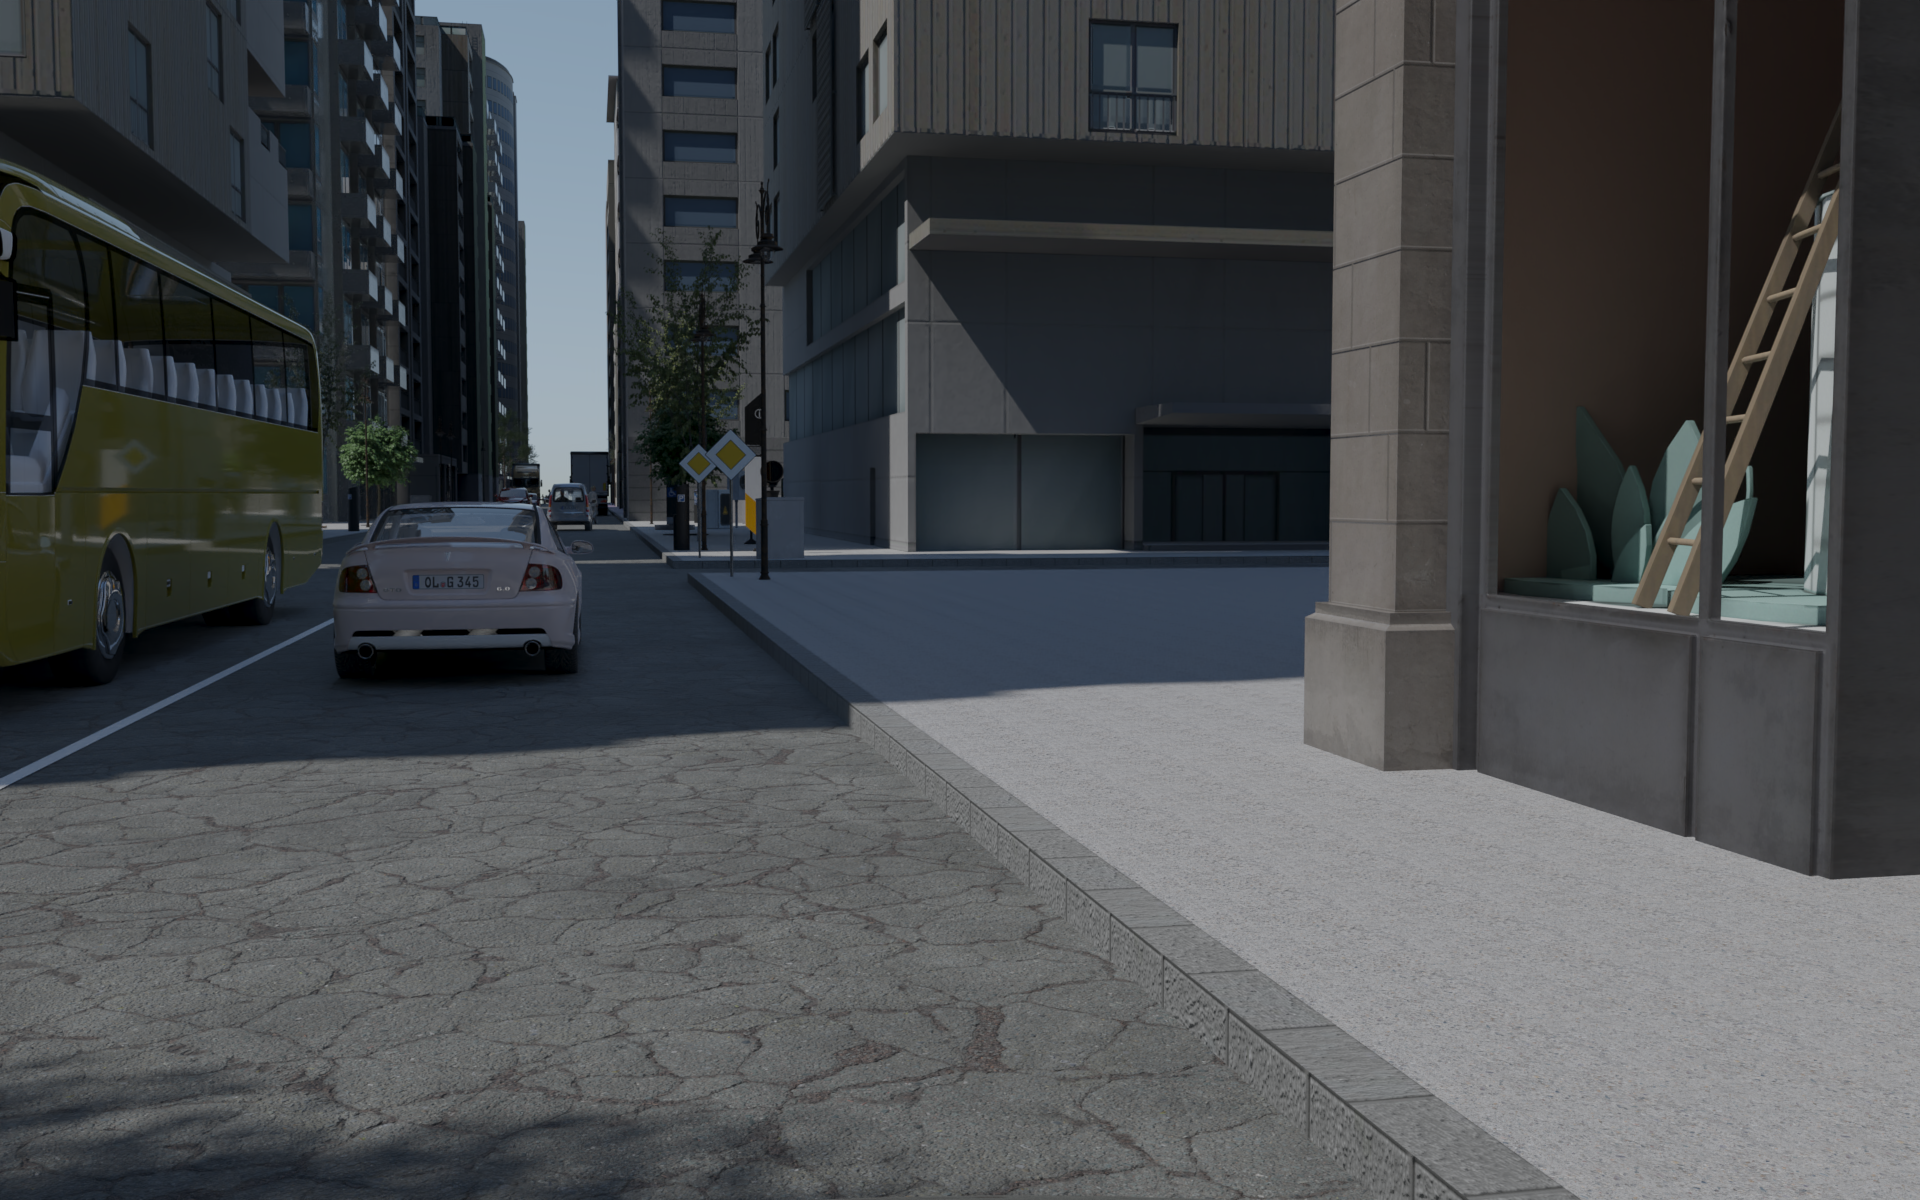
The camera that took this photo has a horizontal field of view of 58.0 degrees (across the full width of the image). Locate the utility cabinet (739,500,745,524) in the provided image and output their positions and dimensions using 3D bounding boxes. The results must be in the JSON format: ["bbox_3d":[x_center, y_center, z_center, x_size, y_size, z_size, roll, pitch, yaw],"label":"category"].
[{"bbox_3d":[-9.122,-3.867,74.383,0.306,1.237,1.020,0,4,4],"label":"utility cabinet"}]

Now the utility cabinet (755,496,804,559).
[{"bbox_3d":[-3.573,-1.420,34.371,1.020,1.237,0.306,-3,5,-45],"label":"utility cabinet"}]

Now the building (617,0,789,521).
[{"bbox_3d":[-8.227,-33.851,95.456,21.231,58.520,28.212,-1,4,-12],"label":"building"}]

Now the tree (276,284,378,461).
[{"bbox_3d":[-22.788,-6.789,61.364,4.360,8.622,3.978,0,3,0],"label":"tree"}]

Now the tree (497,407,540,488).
[{"bbox_3d":[-47.580,-15.143,181.992,8.767,10.594,7.601,3,5,42],"label":"tree"}]

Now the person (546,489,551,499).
[{"bbox_3d":[-35.799,-8.705,150.690,0.599,1.838,0.709,-2,4,-24],"label":"person"}]

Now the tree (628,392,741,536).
[{"bbox_3d":[-8.661,-4.307,54.134,4.285,4.588,4.351,0,3,0],"label":"tree"}]

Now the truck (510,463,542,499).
[{"bbox_3d":[-40.053,-10.468,160.068,2.839,4.237,11.283,-1,4,-14],"label":"truck"}]

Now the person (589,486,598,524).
[{"bbox_3d":[-17.695,-4.598,83.552,0.514,1.842,0.818,1,4,13],"label":"person"}]

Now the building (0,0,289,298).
[{"bbox_3d":[-32.311,-27.634,41.050,28.713,52.752,27.495,-1,4,-12],"label":"building"}]

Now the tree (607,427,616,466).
[{"bbox_3d":[-37.056,-14.718,190.993,4.360,8.622,3.978,0,3,0],"label":"tree"}]

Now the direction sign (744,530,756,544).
[{"bbox_3d":[-5.347,-3.197,44.276,0.379,3.537,0.876,-1,4,-8],"label":"direction sign"}]

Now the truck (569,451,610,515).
[{"bbox_3d":[-25.412,-7.950,118.892,2.839,4.237,11.283,-1,4,-12],"label":"truck"}]

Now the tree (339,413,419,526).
[{"bbox_3d":[-23.737,-5.316,70.629,4.285,4.588,4.351,0,3,0],"label":"tree"}]

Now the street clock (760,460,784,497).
[{"bbox_3d":[-4.052,-2.005,37.358,0.471,2.002,0.358,-1,4,-19],"label":"street clock"}]

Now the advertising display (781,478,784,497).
[{"bbox_3d":[-6.725,-3.931,69.493,0.974,1.923,0.123,-3,4,-36],"label":"advertising display"}]

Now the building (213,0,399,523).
[{"bbox_3d":[-39.879,-28.453,84.818,23.786,49.044,30.456,-1,4,-12],"label":"building"}]

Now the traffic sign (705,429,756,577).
[{"bbox_3d":[-3.546,-1.418,26.827,0.795,2.450,0.064,-1,4,-12],"label":"traffic sign"}]

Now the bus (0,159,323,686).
[{"bbox_3d":[-8.195,-1.491,15.930,2.896,3.916,12.252,-1,4,-11],"label":"bus"}]

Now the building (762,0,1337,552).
[{"bbox_3d":[8.516,-28.179,49.968,27.495,52.752,28.713,-1,4,-12],"label":"building"}]

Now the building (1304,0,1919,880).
[{"bbox_3d":[6.380,-9.600,7.865,10.553,20.767,40.483,-1,4,-12],"label":"building"}]

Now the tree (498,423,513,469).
[{"bbox_3d":[-46.242,-13.471,170.615,4.737,8.622,4.395,0,3,0],"label":"tree"}]

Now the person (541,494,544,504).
[{"bbox_3d":[-57.837,-13.983,240.337,0.599,1.433,0.991,3,5,43],"label":"person"}]

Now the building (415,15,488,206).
[{"bbox_3d":[-47.048,-28.216,144.930,14.154,41.232,14.086,-1,4,-12],"label":"building"}]

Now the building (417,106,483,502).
[{"bbox_3d":[-44.178,-22.005,131.483,14.160,30.474,14.107,-1,4,-12],"label":"building"}]

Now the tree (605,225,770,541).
[{"bbox_3d":[-7.295,-5.894,46.722,4.737,8.622,4.395,0,3,0],"label":"tree"}]

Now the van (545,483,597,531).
[{"bbox_3d":[-15.446,-3.770,68.652,2.013,2.044,4.112,-1,4,-11],"label":"van"}]

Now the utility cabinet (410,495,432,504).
[{"bbox_3d":[-26.890,-4.602,86.411,1.020,1.237,0.306,0,4,6],"label":"utility cabinet"}]

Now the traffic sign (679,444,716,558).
[{"bbox_3d":[-5.217,-1.896,34.636,0.795,2.450,0.064,-1,4,-12],"label":"traffic sign"}]

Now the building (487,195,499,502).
[{"bbox_3d":[-50.136,-23.687,158.988,14.160,30.474,14.107,-1,4,-12],"label":"building"}]

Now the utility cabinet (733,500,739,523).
[{"bbox_3d":[-9.843,-4.023,76.944,1.020,1.237,0.306,0,4,-4],"label":"utility cabinet"}]
